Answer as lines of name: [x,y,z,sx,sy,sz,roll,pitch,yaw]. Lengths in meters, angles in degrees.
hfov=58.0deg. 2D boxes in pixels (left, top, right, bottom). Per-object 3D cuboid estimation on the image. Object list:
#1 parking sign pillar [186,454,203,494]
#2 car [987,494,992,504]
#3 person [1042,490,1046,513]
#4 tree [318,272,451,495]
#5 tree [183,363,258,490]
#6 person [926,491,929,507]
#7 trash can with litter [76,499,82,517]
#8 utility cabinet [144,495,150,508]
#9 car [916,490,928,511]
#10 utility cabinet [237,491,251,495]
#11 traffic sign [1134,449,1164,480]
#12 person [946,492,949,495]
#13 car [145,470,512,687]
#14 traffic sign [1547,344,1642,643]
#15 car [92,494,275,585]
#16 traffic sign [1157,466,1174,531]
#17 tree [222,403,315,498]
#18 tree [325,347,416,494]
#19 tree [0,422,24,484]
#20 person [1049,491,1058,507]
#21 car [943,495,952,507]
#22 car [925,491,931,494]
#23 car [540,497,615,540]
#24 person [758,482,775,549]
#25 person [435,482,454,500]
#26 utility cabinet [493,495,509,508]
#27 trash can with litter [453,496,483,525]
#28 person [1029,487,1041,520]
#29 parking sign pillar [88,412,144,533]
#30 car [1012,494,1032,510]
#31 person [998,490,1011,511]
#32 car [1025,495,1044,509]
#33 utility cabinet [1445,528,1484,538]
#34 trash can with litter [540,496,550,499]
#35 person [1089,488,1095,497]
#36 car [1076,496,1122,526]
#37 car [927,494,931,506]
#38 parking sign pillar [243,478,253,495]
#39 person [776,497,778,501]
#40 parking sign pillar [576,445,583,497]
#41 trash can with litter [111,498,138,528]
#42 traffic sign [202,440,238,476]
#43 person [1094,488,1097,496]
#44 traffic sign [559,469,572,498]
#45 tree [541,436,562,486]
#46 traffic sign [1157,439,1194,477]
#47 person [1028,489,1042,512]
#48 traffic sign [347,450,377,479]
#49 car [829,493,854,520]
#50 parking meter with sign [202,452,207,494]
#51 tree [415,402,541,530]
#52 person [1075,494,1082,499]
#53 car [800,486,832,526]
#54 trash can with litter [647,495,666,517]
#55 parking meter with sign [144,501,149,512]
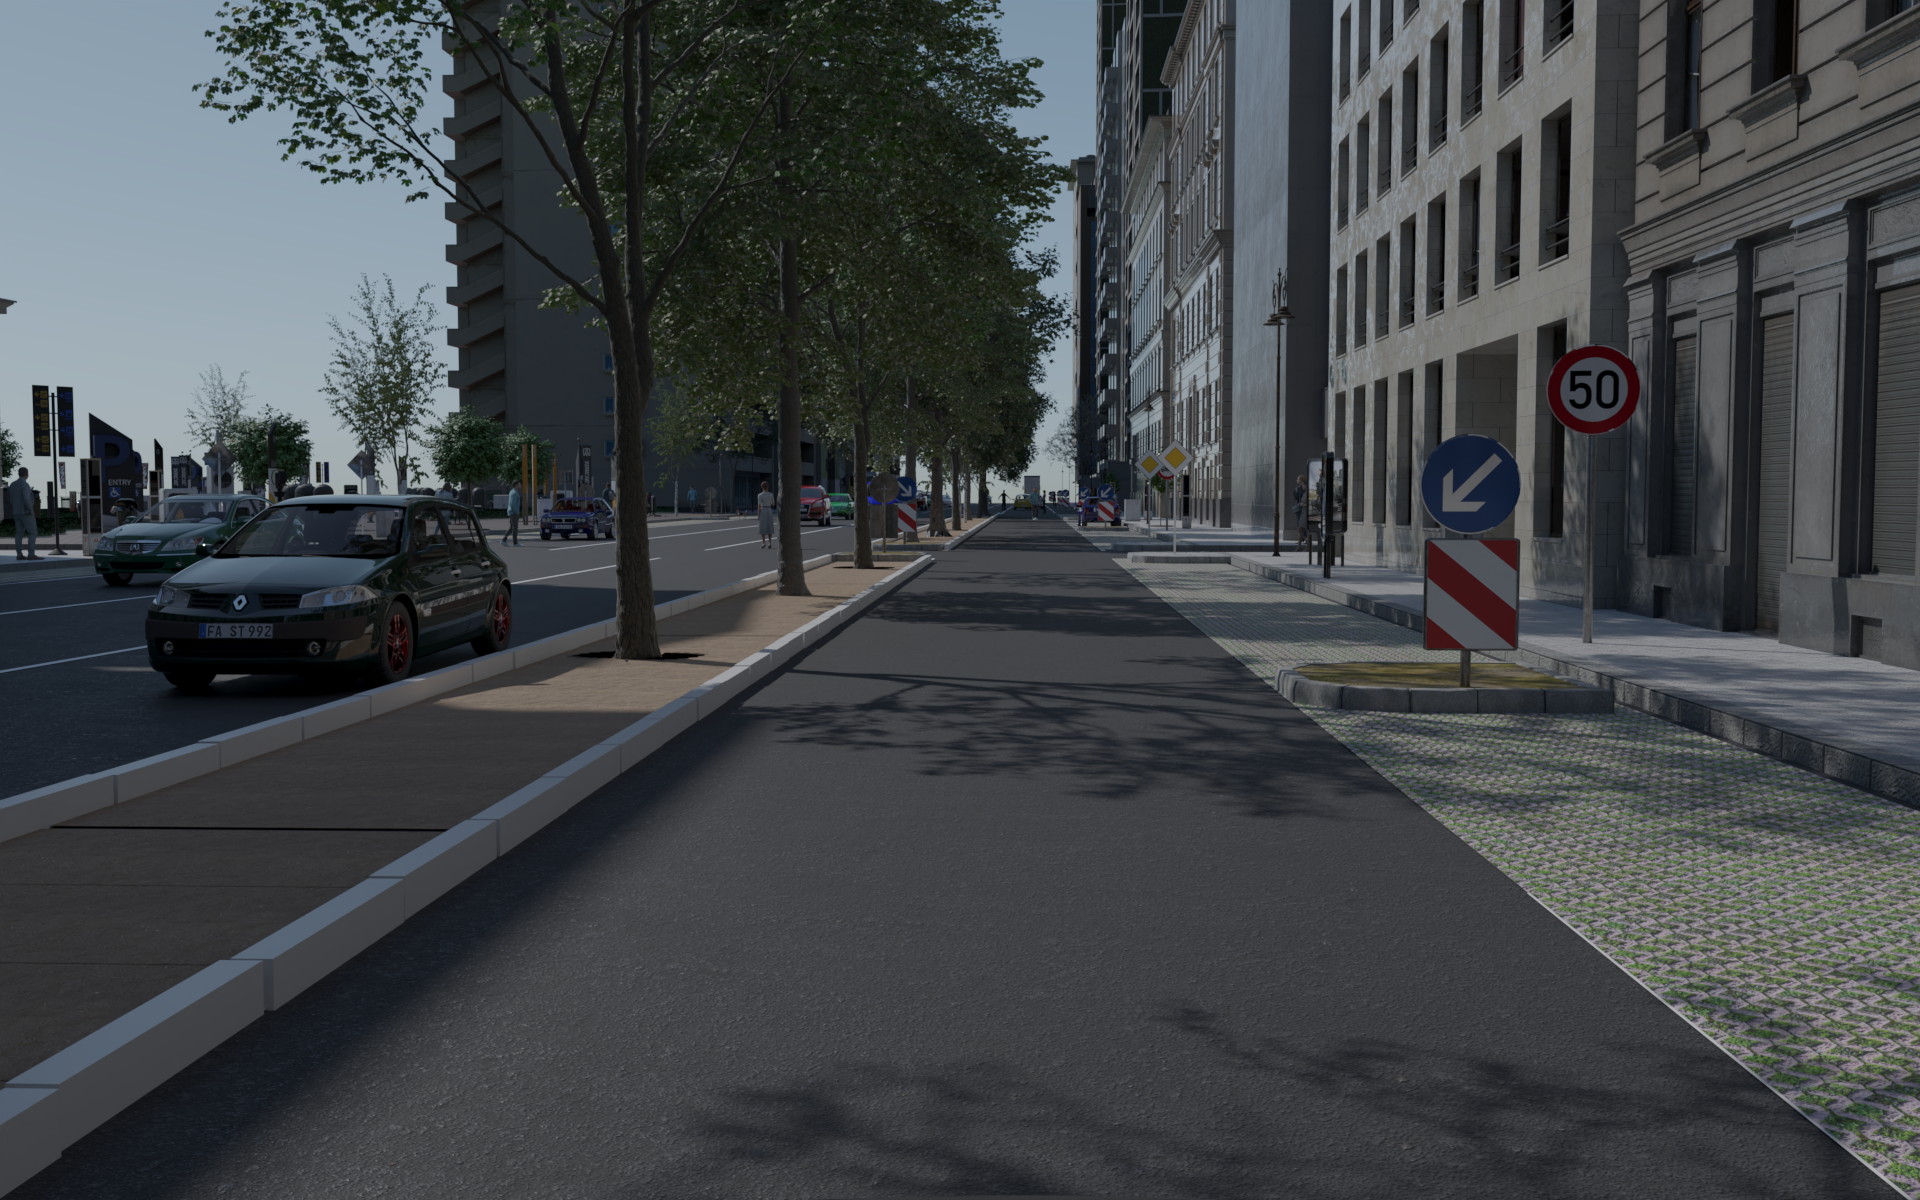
parking sign pillar: [-51.982,-7.888,117.439,1.447,3.967,1.447,1,4,21]
car: [3.782,-14.937,256.021,2.131,1.459,4.920,0,4,2]
person: [6.200,-7.327,129.005,0.721,1.736,1.217,0,4,-4]
tree: [-18.644,-6.521,56.983,4.737,8.622,4.395,0,3,0]
tree: [-41.015,-8.958,96.823,4.360,8.622,3.978,0,3,0]
person: [-3.626,-11.174,191.752,0.990,1.755,0.434,-2,4,-23]
trash can with litter: [-34.307,-3.448,67.769,0.624,1.170,1.055,0,4,0]
utility cabinet: [-53.551,-6.246,113.288,1.020,1.237,0.306,-2,4,-31]
car: [-3.988,-8.719,151.223,2.281,1.827,5.304,0,4,4]
utility cabinet: [-45.355,-6.182,109.758,0.318,1.500,1.173,0,4,5]
traffic sign: [4.917,-2.604,44.764,0.795,2.593,0.064,0,4,2]
person: [-1.637,-12.758,218.564,0.415,1.643,0.593,1,4,15]
car: [-4.967,-0.263,14.088,2.009,1.686,4.222,0,4,2]
traffic sign: [5.402,-0.901,14.832,0.768,2.556,0.104,1,4,12]
car: [-12.532,-1.044,28.868,2.131,1.459,4.920,0,4,2]
traffic sign: [7.286,-3.718,60.896,0.768,2.556,0.104,0,4,6]
tree: [-24.892,-4.825,62.608,4.285,4.588,4.351,0,3,0]
tree: [-29.790,-8.398,87.664,4.360,8.622,3.978,0,3,0]
tree: [-38.614,-5.155,67.994,4.285,4.588,4.351,0,3,0]
person: [9.852,-10.507,181.007,1.217,1.735,0.721,2,4,35]
car: [-1.857,-11.052,193.056,2.083,1.381,4.827,0,4,2]
car: [-4.333,-14.167,240.304,2.281,1.827,5.304,0,4,2]
car: [-12.148,-2.599,55.073,1.945,1.354,3.894,0,4,1]
person: [-5.111,-2.227,45.488,0.480,1.755,0.524,-2,4,-28]
person: [-15.636,-2.663,52.309,0.793,1.790,0.793,-2,4,-25]
utility cabinet: [-30.071,-6.270,113.674,1.020,1.237,0.306,0,4,6]
trash can with litter: [-20.958,-3.732,72.072,1.678,1.210,2.233,-3,4,-36]
person: [4.173,-5.359,96.142,0.660,1.820,0.620,-1,4,-13]
parking sign pillar: [-28.097,-4.218,57.442,1.447,3.967,1.447,-3,4,-36]
car: [5.686,-8.907,155.849,2.015,1.641,3.980,0,4,1]
person: [3.810,-8.610,149.407,1.348,1.807,0.705,-2,4,-33]
car: [7.202,-9.476,167.301,2.083,1.381,4.827,0,4,1]
utility cabinet: [5.864,-0.706,20.215,0.318,1.500,1.173,1,4,9]
trash can with litter: [-22.479,-5.077,94.398,0.624,1.170,1.055,-2,4,-30]
person: [11.147,-8.557,146.044,0.705,1.812,1.348,2,4,28]
car: [6.020,-3.819,75.020,1.945,1.354,3.894,0,4,0]
car: [-2.762,-10.390,178.678,1.959,1.807,4.718,0,4,2]
parking sign pillar: [-46.548,-7.686,114.130,1.447,3.967,1.447,-2,4,-33]
person: [-12.633,-7.035,123.536,0.705,1.822,1.348,3,5,42]
parking sign pillar: [-20.847,-6.540,95.403,1.447,3.967,1.447,-1,4,-20]
trash can with litter: [-21.868,-2.083,45.452,0.624,1.170,1.055,-1,4,-18]
traffic sign: [-16.086,-2.169,37.650,0.795,2.593,0.064,0,4,2]
person: [12.206,-9.226,156.905,0.705,1.822,1.348,1,4,17]
traffic sign: [-16.392,-4.273,71.988,0.606,2.300,0.079,1,4,11]
tree: [-20.216,-5.920,80.499,4.285,4.588,4.351,0,3,0]
traffic sign: [4.590,-2.116,36.785,0.795,2.593,0.064,0,4,2]
person: [6.021,-7.885,137.431,1.348,1.822,0.705,-1,4,-16]
traffic sign: [-15.759,-2.657,45.629,0.795,2.593,0.064,0,4,2]
car: [-6.936,-5.417,97.365,1.959,1.807,4.718,0,4,2]
parking meter with sign: [-30.983,-4.596,71.404,0.543,3.016,1.738,-1,4,-13]
tree: [-17.666,-4.782,61.900,4.285,4.588,4.351,0,3,0]
person: [12.666,-10.703,181.135,1.348,1.812,0.705,1,4,20]
car: [-6.961,-4.255,78.237,2.281,1.827,5.304,0,4,0]
trash can with litter: [-17.486,-5.315,97.963,1.678,1.210,2.233,0,4,0]
parking meter with sign: [-49.631,-6.580,103.848,1.738,3.016,0.543,-1,4,-16]
